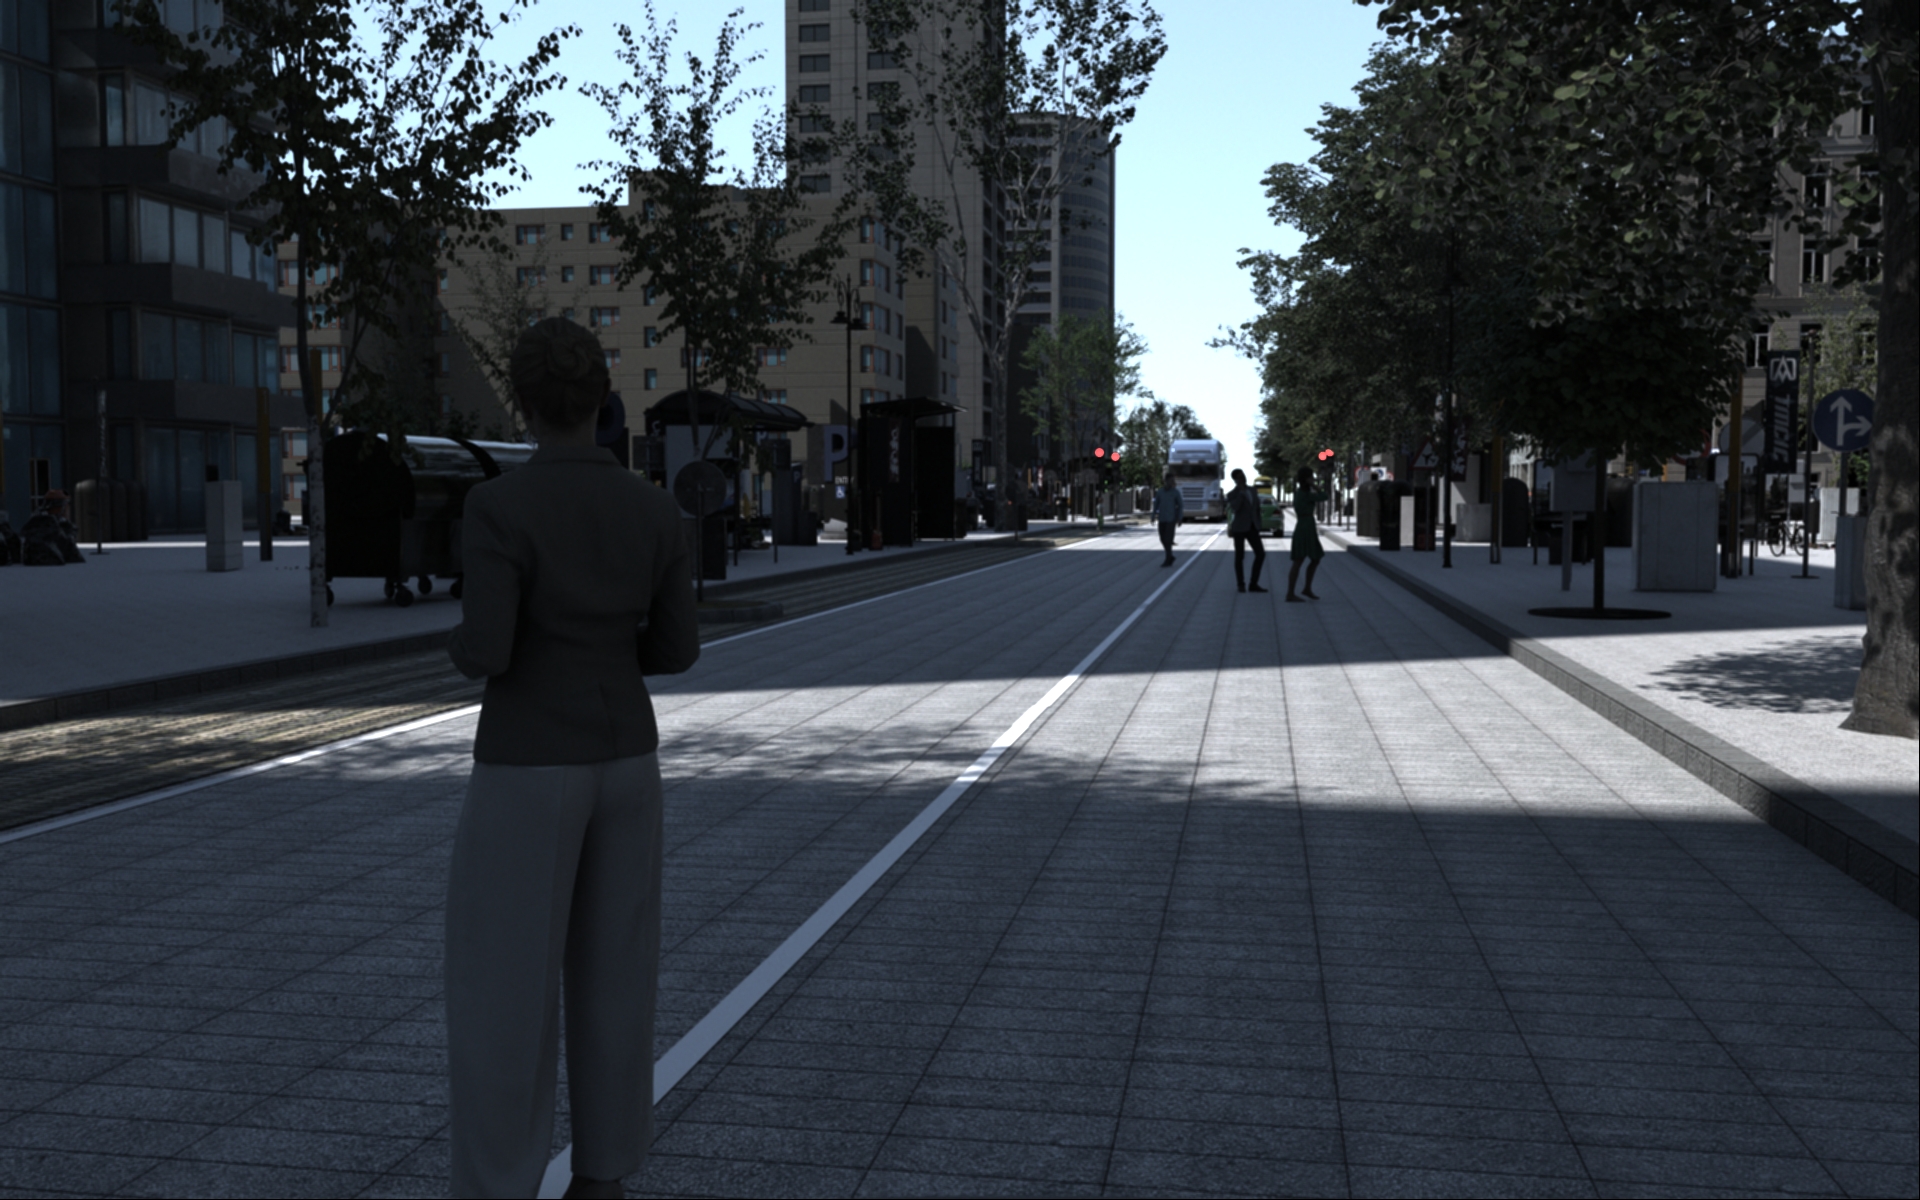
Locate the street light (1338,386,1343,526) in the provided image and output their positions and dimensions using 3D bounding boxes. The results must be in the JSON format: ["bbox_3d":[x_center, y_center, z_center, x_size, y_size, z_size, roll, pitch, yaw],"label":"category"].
[{"bbox_3d":[15.116,-5.869,68.753,0.468,5.910,1.993,1,4,10],"label":"street light"}]

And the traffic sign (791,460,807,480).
[{"bbox_3d":[-4.769,-3.015,51.424,0.606,2.300,0.079,1,4,15],"label":"traffic sign"}]

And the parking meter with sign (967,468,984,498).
[{"bbox_3d":[1.280,-7.428,117.708,0.543,3.016,1.738,3,5,44],"label":"parking meter with sign"}]

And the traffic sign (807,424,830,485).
[{"bbox_3d":[-3.327,-3.433,50.000,2.265,3.308,0.079,1,4,13],"label":"traffic sign"}]

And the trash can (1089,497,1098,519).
[{"bbox_3d":[6.934,-4.791,89.994,0.748,1.137,0.748,0,3,0],"label":"trash can"}]

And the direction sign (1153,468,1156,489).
[{"bbox_3d":[17.241,-9.876,153.467,0.379,3.537,0.876,0,4,-7],"label":"direction sign"}]

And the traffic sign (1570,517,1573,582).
[{"bbox_3d":[8.914,-1.541,25.298,0.768,2.556,0.104,1,4,14],"label":"traffic sign"}]

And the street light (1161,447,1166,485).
[{"bbox_3d":[18.186,-11.156,155.186,0.468,5.910,1.993,1,4,10],"label":"street light"}]

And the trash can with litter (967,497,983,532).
[{"bbox_3d":[0.384,-2.952,59.654,0.624,1.170,1.055,1,4,15],"label":"trash can with litter"}]

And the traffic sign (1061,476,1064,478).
[{"bbox_3d":[6.794,-7.196,117.764,0.768,2.556,0.104,1,4,11],"label":"traffic sign"}]

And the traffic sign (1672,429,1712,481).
[{"bbox_3d":[13.197,-1.915,31.424,0.768,2.556,0.104,1,4,11],"label":"traffic sign"}]

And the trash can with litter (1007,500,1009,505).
[{"bbox_3d":[2.144,-4.279,81.353,0.624,1.170,1.055,-2,4,-24],"label":"trash can with litter"}]

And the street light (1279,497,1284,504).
[{"bbox_3d":[42.419,-15.529,226.685,0.468,5.910,1.993,1,4,10],"label":"street light"}]

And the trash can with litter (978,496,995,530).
[{"bbox_3d":[0.653,-3.113,61.947,2.233,1.210,1.678,0,4,1],"label":"trash can with litter"}]

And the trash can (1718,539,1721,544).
[{"bbox_3d":[19.564,-1.985,44.110,0.748,1.137,0.748,0,3,0],"label":"trash can"}]

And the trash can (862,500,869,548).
[{"bbox_3d":[-2.197,-1.802,41.116,0.748,1.137,0.748,0,3,0],"label":"trash can"}]

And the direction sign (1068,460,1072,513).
[{"bbox_3d":[7.390,-7.533,115.166,0.379,3.537,0.876,2,4,32],"label":"direction sign"}]

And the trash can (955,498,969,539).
[{"bbox_3d":[-0.113,-2.327,49.692,0.748,1.137,0.748,0,3,0],"label":"trash can"}]

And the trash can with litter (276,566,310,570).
[{"bbox_3d":[-10.495,-1.122,29.398,1.678,1.210,2.233,-3,5,-40],"label":"trash can with litter"}]

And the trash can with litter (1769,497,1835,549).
[{"bbox_3d":[20.165,-1.835,41.066,1.678,1.210,2.233,1,4,22],"label":"trash can with litter"}]

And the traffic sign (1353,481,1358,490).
[{"bbox_3d":[33.350,-8.958,146.561,0.768,2.556,0.104,1,4,18],"label":"traffic sign"}]

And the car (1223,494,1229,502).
[{"bbox_3d":[29.966,-11.309,194.683,2.009,1.686,4.222,1,4,11],"label":"car"}]

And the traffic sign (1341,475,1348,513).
[{"bbox_3d":[25.249,-6.958,113.866,0.768,2.556,0.104,1,4,18],"label":"traffic sign"}]

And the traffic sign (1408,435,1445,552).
[{"bbox_3d":[10.372,-2.348,38.399,0.884,2.594,0.081,1,4,12],"label":"traffic sign"}]

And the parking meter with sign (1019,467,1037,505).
[{"bbox_3d":[4.052,-7.034,111.268,1.738,3.016,0.543,2,4,34],"label":"parking meter with sign"}]

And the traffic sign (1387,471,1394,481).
[{"bbox_3d":[23.981,-5.932,97.086,0.768,2.556,0.104,1,4,18],"label":"traffic sign"}]

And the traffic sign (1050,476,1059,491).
[{"bbox_3d":[5.794,-6.623,108.390,0.768,2.556,0.104,1,4,19],"label":"traffic sign"}]

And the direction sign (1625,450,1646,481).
[{"bbox_3d":[29.253,-5.078,75.015,0.876,3.537,0.379,2,4,29],"label":"direction sign"}]

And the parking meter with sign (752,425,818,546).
[{"bbox_3d":[-4.344,-2.877,43.300,1.738,3.016,0.543,2,4,33],"label":"parking meter with sign"}]

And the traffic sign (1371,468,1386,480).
[{"bbox_3d":[15.982,-3.918,66.187,0.606,2.300,0.079,1,4,16],"label":"traffic sign"}]

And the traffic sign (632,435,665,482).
[{"bbox_3d":[-5.446,-1.723,30.302,0.606,2.300,0.079,1,4,14],"label":"traffic sign"}]

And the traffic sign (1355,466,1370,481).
[{"bbox_3d":[17.877,-4.702,76.986,0.768,2.556,0.104,1,4,19],"label":"traffic sign"}]

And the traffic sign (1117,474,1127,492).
[{"bbox_3d":[10.212,-6.714,109.877,0.768,2.556,0.104,1,4,18],"label":"traffic sign"}]

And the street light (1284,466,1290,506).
[{"bbox_3d":[35.774,-13.165,188.040,0.468,5.910,1.993,1,4,10],"label":"street light"}]

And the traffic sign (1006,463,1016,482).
[{"bbox_3d":[1.887,-4.314,70.638,0.768,2.556,0.104,1,4,14],"label":"traffic sign"}]

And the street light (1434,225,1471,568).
[{"bbox_3d":[8.507,-3.503,30.064,0.468,5.910,1.993,1,4,10],"label":"street light"}]

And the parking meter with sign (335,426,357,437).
[{"bbox_3d":[-15.680,-2.885,43.430,0.543,3.016,1.738,0,4,2],"label":"parking meter with sign"}]

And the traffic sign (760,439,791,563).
[{"bbox_3d":[-3.435,-1.843,32.258,0.606,2.300,0.079,1,4,14],"label":"traffic sign"}]

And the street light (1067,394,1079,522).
[{"bbox_3d":[5.237,-6.559,80.030,0.468,5.910,1.993,1,4,10],"label":"street light"}]

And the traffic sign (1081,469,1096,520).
[{"bbox_3d":[6.368,-5.270,86.264,0.768,2.556,0.104,1,4,10],"label":"traffic sign"}]

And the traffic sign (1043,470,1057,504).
[{"bbox_3d":[4.684,-5.542,90.713,0.768,2.556,0.104,1,4,15],"label":"traffic sign"}]

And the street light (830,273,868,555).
[{"bbox_3d":[-2.330,-3.894,36.447,0.468,5.910,1.993,1,4,10],"label":"street light"}]

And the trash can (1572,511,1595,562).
[{"bbox_3d":[11.684,-1.286,32.686,0.748,1.137,0.748,0,3,0],"label":"trash can"}]

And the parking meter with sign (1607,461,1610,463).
[{"bbox_3d":[23.904,-4.244,65.654,1.738,3.016,0.543,-3,5,-39],"label":"parking meter with sign"}]

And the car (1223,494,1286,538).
[{"bbox_3d":[9.922,-2.842,58.260,2.131,1.459,4.920,1,4,8],"label":"car"}]

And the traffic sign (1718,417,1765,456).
[{"bbox_3d":[13.023,-1.760,28.885,0.768,2.556,0.104,1,4,16],"label":"traffic sign"}]

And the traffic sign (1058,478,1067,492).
[{"bbox_3d":[6.405,-6.545,109.145,0.606,2.300,0.079,1,4,12],"label":"traffic sign"}]

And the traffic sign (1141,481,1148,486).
[{"bbox_3d":[15.630,-8.997,147.202,0.768,2.556,0.104,1,4,19],"label":"traffic sign"}]

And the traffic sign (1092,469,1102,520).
[{"bbox_3d":[6.779,-5.327,87.200,0.768,2.556,0.104,1,4,12],"label":"traffic sign"}]

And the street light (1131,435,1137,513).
[{"bbox_3d":[11.834,-8.923,118.684,0.468,5.910,1.993,1,4,10],"label":"street light"}]

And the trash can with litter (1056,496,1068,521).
[{"bbox_3d":[4.735,-4.285,81.449,0.624,1.170,1.055,-1,4,-10],"label":"trash can with litter"}]

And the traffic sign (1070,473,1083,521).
[{"bbox_3d":[5.606,-4.977,83.501,0.606,2.300,0.079,1,4,19],"label":"traffic sign"}]

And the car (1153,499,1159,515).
[{"bbox_3d":[14.283,-6.705,119.214,1.945,1.707,3.694,1,4,10],"label":"car"}]

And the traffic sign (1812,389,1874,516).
[{"bbox_3d":[10.748,-1.283,21.078,0.768,2.556,0.104,1,4,14],"label":"traffic sign"}]

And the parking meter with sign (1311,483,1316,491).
[{"bbox_3d":[24.990,-7.704,122.220,1.738,3.016,0.543,-2,4,-23],"label":"parking meter with sign"}]

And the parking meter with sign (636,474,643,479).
[{"bbox_3d":[-12.406,-4.255,65.837,0.543,3.016,1.738,3,5,43],"label":"parking meter with sign"}]

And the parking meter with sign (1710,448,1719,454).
[{"bbox_3d":[29.468,-4.276,66.174,1.738,3.016,0.543,-2,4,-25],"label":"parking meter with sign"}]
